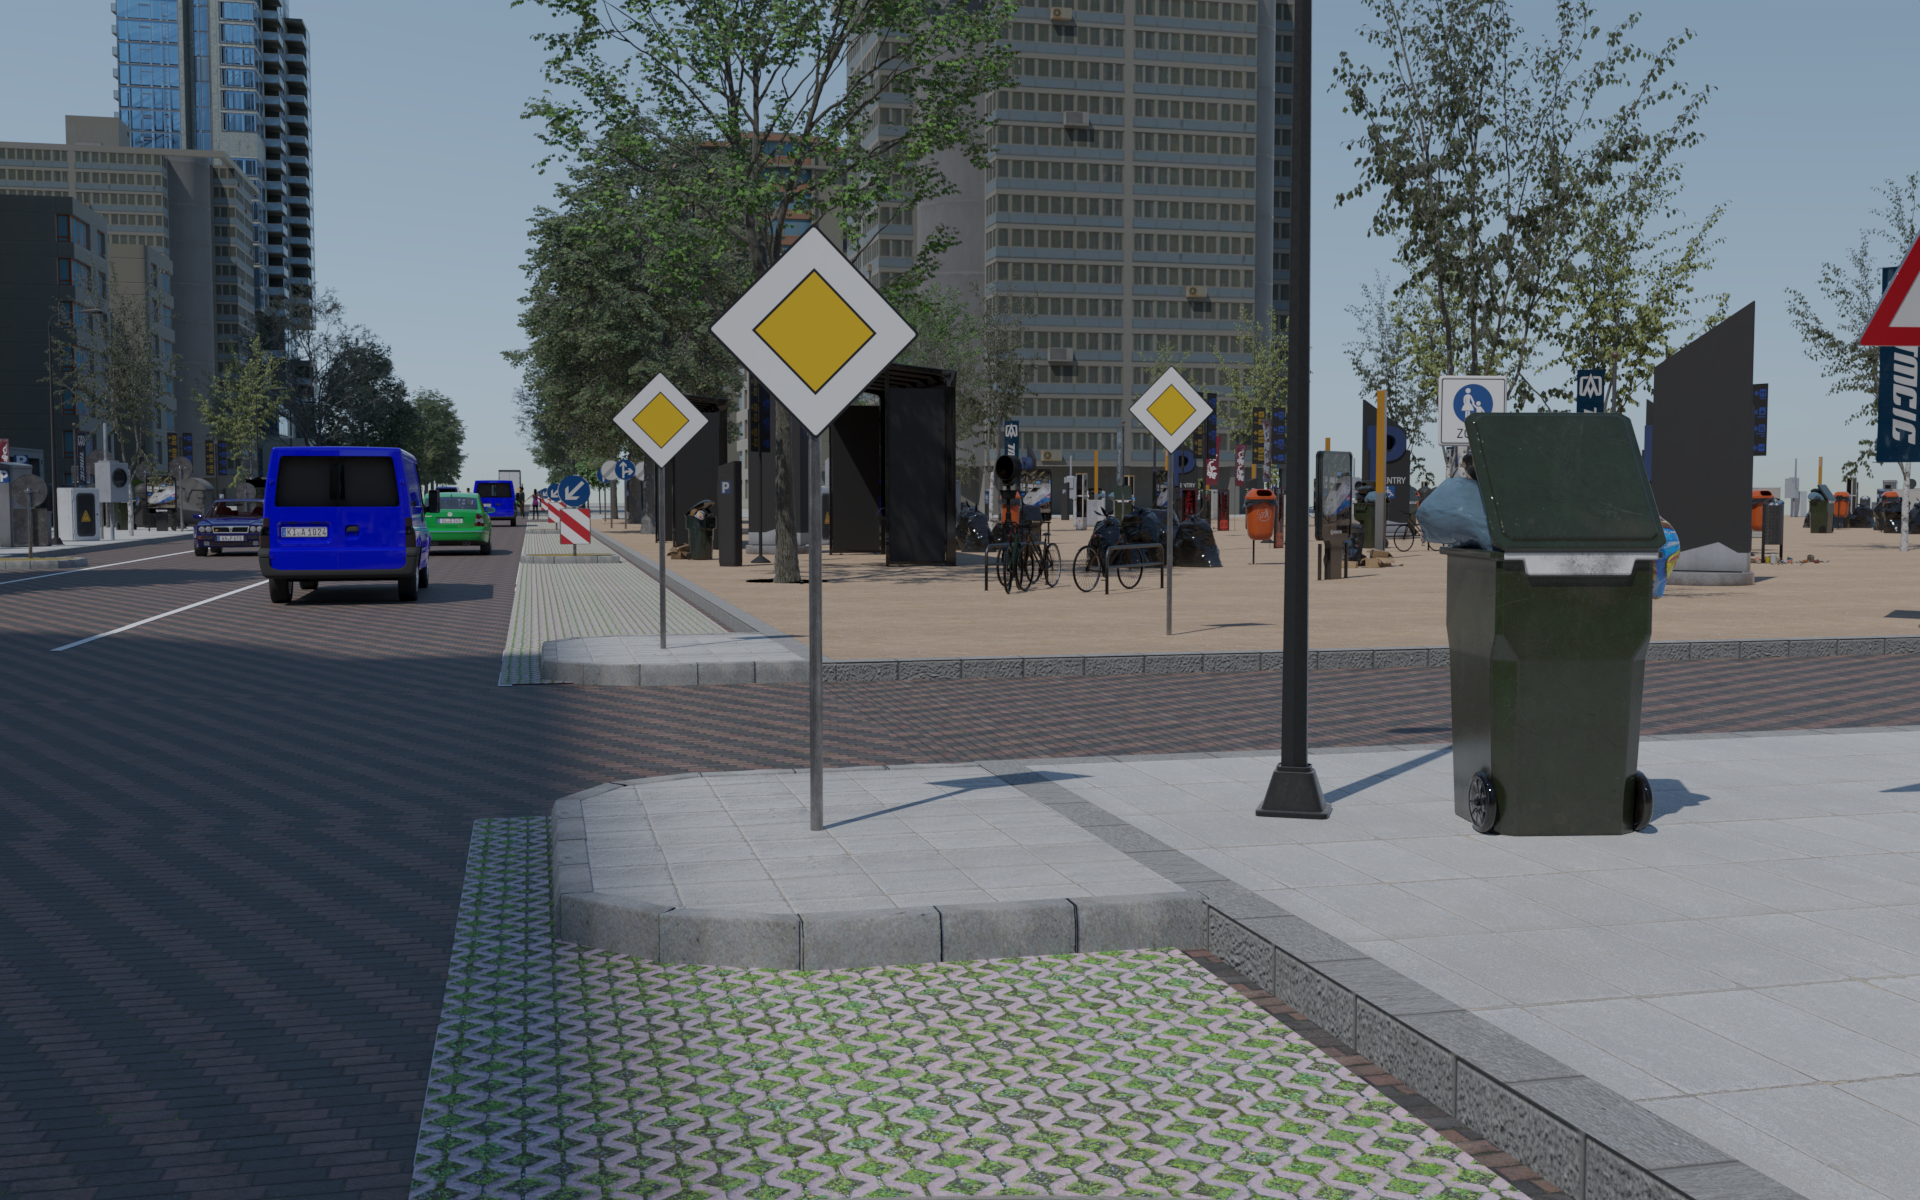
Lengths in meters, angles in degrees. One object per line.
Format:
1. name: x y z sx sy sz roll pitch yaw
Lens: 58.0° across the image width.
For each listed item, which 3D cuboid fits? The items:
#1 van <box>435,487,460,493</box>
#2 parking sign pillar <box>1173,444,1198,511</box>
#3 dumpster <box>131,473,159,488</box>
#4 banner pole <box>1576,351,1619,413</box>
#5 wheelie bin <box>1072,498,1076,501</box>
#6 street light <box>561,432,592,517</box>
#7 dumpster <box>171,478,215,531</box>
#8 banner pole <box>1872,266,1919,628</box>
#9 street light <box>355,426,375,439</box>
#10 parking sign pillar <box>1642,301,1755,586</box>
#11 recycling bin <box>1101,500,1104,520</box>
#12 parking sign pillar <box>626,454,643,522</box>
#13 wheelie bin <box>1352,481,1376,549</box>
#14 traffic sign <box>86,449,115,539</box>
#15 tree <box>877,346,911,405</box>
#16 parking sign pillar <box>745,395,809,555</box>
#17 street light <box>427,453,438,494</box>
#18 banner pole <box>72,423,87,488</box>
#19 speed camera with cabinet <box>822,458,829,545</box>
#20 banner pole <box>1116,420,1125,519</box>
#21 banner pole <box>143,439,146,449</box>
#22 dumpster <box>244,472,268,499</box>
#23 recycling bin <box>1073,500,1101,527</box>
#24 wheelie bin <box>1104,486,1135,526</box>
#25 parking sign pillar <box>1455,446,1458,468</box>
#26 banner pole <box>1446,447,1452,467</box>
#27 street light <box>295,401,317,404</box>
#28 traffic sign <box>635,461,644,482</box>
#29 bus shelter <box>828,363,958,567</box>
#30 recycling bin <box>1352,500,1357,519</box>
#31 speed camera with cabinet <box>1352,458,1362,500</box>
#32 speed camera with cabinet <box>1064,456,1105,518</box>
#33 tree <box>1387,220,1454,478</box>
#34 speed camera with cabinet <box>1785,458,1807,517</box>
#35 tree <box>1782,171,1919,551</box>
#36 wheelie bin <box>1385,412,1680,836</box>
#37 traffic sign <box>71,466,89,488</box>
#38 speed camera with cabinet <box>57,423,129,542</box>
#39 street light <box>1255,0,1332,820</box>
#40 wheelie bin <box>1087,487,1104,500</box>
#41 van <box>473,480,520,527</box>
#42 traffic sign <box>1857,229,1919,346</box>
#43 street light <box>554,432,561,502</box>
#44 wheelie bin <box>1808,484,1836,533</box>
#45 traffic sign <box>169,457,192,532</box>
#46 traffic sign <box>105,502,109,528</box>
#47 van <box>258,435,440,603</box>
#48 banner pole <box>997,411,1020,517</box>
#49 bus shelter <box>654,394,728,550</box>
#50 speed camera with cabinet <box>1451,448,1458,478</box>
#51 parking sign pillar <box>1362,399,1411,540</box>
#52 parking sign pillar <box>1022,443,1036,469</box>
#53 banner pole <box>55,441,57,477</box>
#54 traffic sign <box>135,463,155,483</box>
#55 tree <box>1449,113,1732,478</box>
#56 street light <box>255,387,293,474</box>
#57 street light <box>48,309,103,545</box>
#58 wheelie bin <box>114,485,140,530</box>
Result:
1. van: -41.193 -8.240 139.116 2.240 2.365 5.245 -1 4 -13
2. parking sign pillar: 9.885 -5.404 76.831 1.447 3.967 1.447 -1 4 -9
3. dumpster: -34.579 -4.344 73.521 1.502 2.255 1.985 -1 4 -14
4. banner pole: 11.275 -2.480 30.566 0.863 3.779 0.401 1 4 14
5. wheelie bin: 6.291 -5.058 90.612 0.693 1.594 0.980 -1 4 -21
6. street light: -21.638 -7.678 98.069 1.470 5.913 1.316 -1 4 -14
7. dumpster: -27.208 -3.400 61.355 1.264 1.857 1.865 -1 4 -14
8. banner pole: 9.234 -1.627 16.625 0.863 3.779 0.401 3 5 43
9. street light: -40.569 -8.900 118.063 1.470 5.913 1.316 -1 4 -14
10. parking sign pillar: 10.589 -2.215 24.695 1.447 3.967 1.447 2 4 31
11. recycling bin: 5.792 -3.754 73.935 0.722 1.027 0.722 0 4 3
12. parking sign pillar: -14.844 -5.630 80.530 1.447 3.967 1.447 -2 4 -28
13. wheelie bin: 9.703 -2.015 40.852 0.693 1.594 0.980 -2 4 -28
14. traffic sign: -24.422 -3.005 49.243 0.768 2.556 0.104 -1 4 -11
15. tree: -0.830 -7.301 69.741 4.360 8.622 3.978 0 3 0
16. parking sign pillar: -3.900 -2.983 37.241 1.447 3.967 1.447 2 4 25
17. street light: -60.380 -13.798 198.143 1.470 5.913 1.316 -1 4 -14
18. banner pole: -31.157 -4.360 61.299 0.401 3.779 0.863 0 4 7
19. speed camera with cabinet: -3.367 -3.049 44.189 0.660 3.252 2.038 1 4 23
20. banner pole: 5.421 -4.183 58.407 0.401 3.779 0.863 2 4 26
21. banner pole: -37.519 -5.481 79.635 0.401 3.779 0.863 -3 5 -45
22. dumpster: -25.574 -3.636 64.401 1.985 2.255 1.502 -1 4 -16
23. recycling bin: 4.931 -3.397 68.087 0.722 1.027 0.722 -2 4 -28
24. wheelie bin: 5.965 -3.436 64.085 0.980 1.594 0.693 0 4 -2
25. parking sign pillar: 21.678 -5.222 73.844 1.447 3.967 1.447 -1 4 -9
26. banner pole: 22.835 -5.528 80.396 0.401 3.779 0.863 -2 4 -29
27. street light: -32.716 -6.955 86.255 1.470 5.913 1.316 -1 4 -14
28. traffic sign: -12.300 -4.118 67.437 0.768 2.556 0.104 -1 4 -10
29. bus shelter: -1.539 -2.581 33.478 1.731 3.624 6.357 -1 4 -14
30. recycling bin: 16.310 -3.608 71.542 0.722 1.027 0.722 -1 4 -10
31. speed camera with cabinet: 21.010 -6.124 94.471 2.038 3.252 0.660 -1 4 -21
32. speed camera with cabinet: 6.418 -5.798 89.138 2.038 3.252 0.660 1 4 20
33. tree: 12.522 -5.710 43.714 4.737 8.622 4.395 0 3 0
34. speed camera with cabinet: 46.474 -6.236 96.288 0.660 3.252 2.038 3 5 43
35. tree: 21.083 -5.411 38.838 4.360 8.622 3.978 0 3 0
36. wheelie bin: 2.234 0.073 6.712 0.980 1.594 0.693 0 4 -3
37. traffic sign: -31.957 -3.720 62.953 0.606 2.300 0.079 0 4 -7
38. speed camera with cabinet: -23.851 -3.260 47.641 0.660 3.252 2.038 1 4 18
39. street light: 0.819 -2.088 6.680 1.470 5.913 1.316 -1 4 -14
40. wheelie bin: 6.435 -4.539 82.126 0.980 1.594 0.693 0 4 2
41. van: -20.813 -4.466 77.410 2.240 2.365 5.245 -1 4 -15
42. traffic sign: 3.651 -0.386 6.320 0.884 2.594 0.081 0 4 -7
43. street light: -29.480 -9.623 129.880 1.470 5.913 1.316 -1 4 -14
44. wheelie bin: 28.151 -2.980 56.636 0.980 1.594 0.693 -3 5 -41
45. traffic sign: -26.476 -3.594 58.865 0.768 2.556 0.104 0 4 -5
46. traffic sign: -32.385 -4.012 65.705 0.768 2.556 0.104 -1 4 -9
47. van: -8.605 -1.236 24.593 2.240 2.365 5.245 -1 4 -15
48. banner pole: 1.394 -3.785 51.899 0.863 3.779 0.401 1 4 23
49. bus shelter: -6.800 -3.137 42.574 1.731 3.624 6.357 -1 4 -14
50. speed camera with cabinet: 18.136 -4.138 61.999 0.660 3.252 2.038 -1 4 -10
51. parking sign pillar: 12.144 -3.725 49.371 1.447 3.967 1.447 -1 4 -10
52. parking sign pillar: 3.614 -6.244 90.565 1.447 3.967 1.447 -1 4 -13
53. banner pole: -42.492 -5.591 81.435 0.401 3.779 0.863 -2 4 -27
54. traffic sign: -33.259 -4.321 70.747 0.768 2.556 0.104 -1 4 -12
55. tree: 13.027 -5.153 34.620 4.737 8.622 4.395 0 3 0
56. street light: -29.965 -6.286 75.313 1.470 5.913 1.316 -1 4 -14
57. street light: -22.187 -4.339 43.487 1.470 5.913 1.316 -1 4 -14
58. wheelie bin: -29.764 -3.287 61.659 0.980 1.594 0.693 -3 5 -39
